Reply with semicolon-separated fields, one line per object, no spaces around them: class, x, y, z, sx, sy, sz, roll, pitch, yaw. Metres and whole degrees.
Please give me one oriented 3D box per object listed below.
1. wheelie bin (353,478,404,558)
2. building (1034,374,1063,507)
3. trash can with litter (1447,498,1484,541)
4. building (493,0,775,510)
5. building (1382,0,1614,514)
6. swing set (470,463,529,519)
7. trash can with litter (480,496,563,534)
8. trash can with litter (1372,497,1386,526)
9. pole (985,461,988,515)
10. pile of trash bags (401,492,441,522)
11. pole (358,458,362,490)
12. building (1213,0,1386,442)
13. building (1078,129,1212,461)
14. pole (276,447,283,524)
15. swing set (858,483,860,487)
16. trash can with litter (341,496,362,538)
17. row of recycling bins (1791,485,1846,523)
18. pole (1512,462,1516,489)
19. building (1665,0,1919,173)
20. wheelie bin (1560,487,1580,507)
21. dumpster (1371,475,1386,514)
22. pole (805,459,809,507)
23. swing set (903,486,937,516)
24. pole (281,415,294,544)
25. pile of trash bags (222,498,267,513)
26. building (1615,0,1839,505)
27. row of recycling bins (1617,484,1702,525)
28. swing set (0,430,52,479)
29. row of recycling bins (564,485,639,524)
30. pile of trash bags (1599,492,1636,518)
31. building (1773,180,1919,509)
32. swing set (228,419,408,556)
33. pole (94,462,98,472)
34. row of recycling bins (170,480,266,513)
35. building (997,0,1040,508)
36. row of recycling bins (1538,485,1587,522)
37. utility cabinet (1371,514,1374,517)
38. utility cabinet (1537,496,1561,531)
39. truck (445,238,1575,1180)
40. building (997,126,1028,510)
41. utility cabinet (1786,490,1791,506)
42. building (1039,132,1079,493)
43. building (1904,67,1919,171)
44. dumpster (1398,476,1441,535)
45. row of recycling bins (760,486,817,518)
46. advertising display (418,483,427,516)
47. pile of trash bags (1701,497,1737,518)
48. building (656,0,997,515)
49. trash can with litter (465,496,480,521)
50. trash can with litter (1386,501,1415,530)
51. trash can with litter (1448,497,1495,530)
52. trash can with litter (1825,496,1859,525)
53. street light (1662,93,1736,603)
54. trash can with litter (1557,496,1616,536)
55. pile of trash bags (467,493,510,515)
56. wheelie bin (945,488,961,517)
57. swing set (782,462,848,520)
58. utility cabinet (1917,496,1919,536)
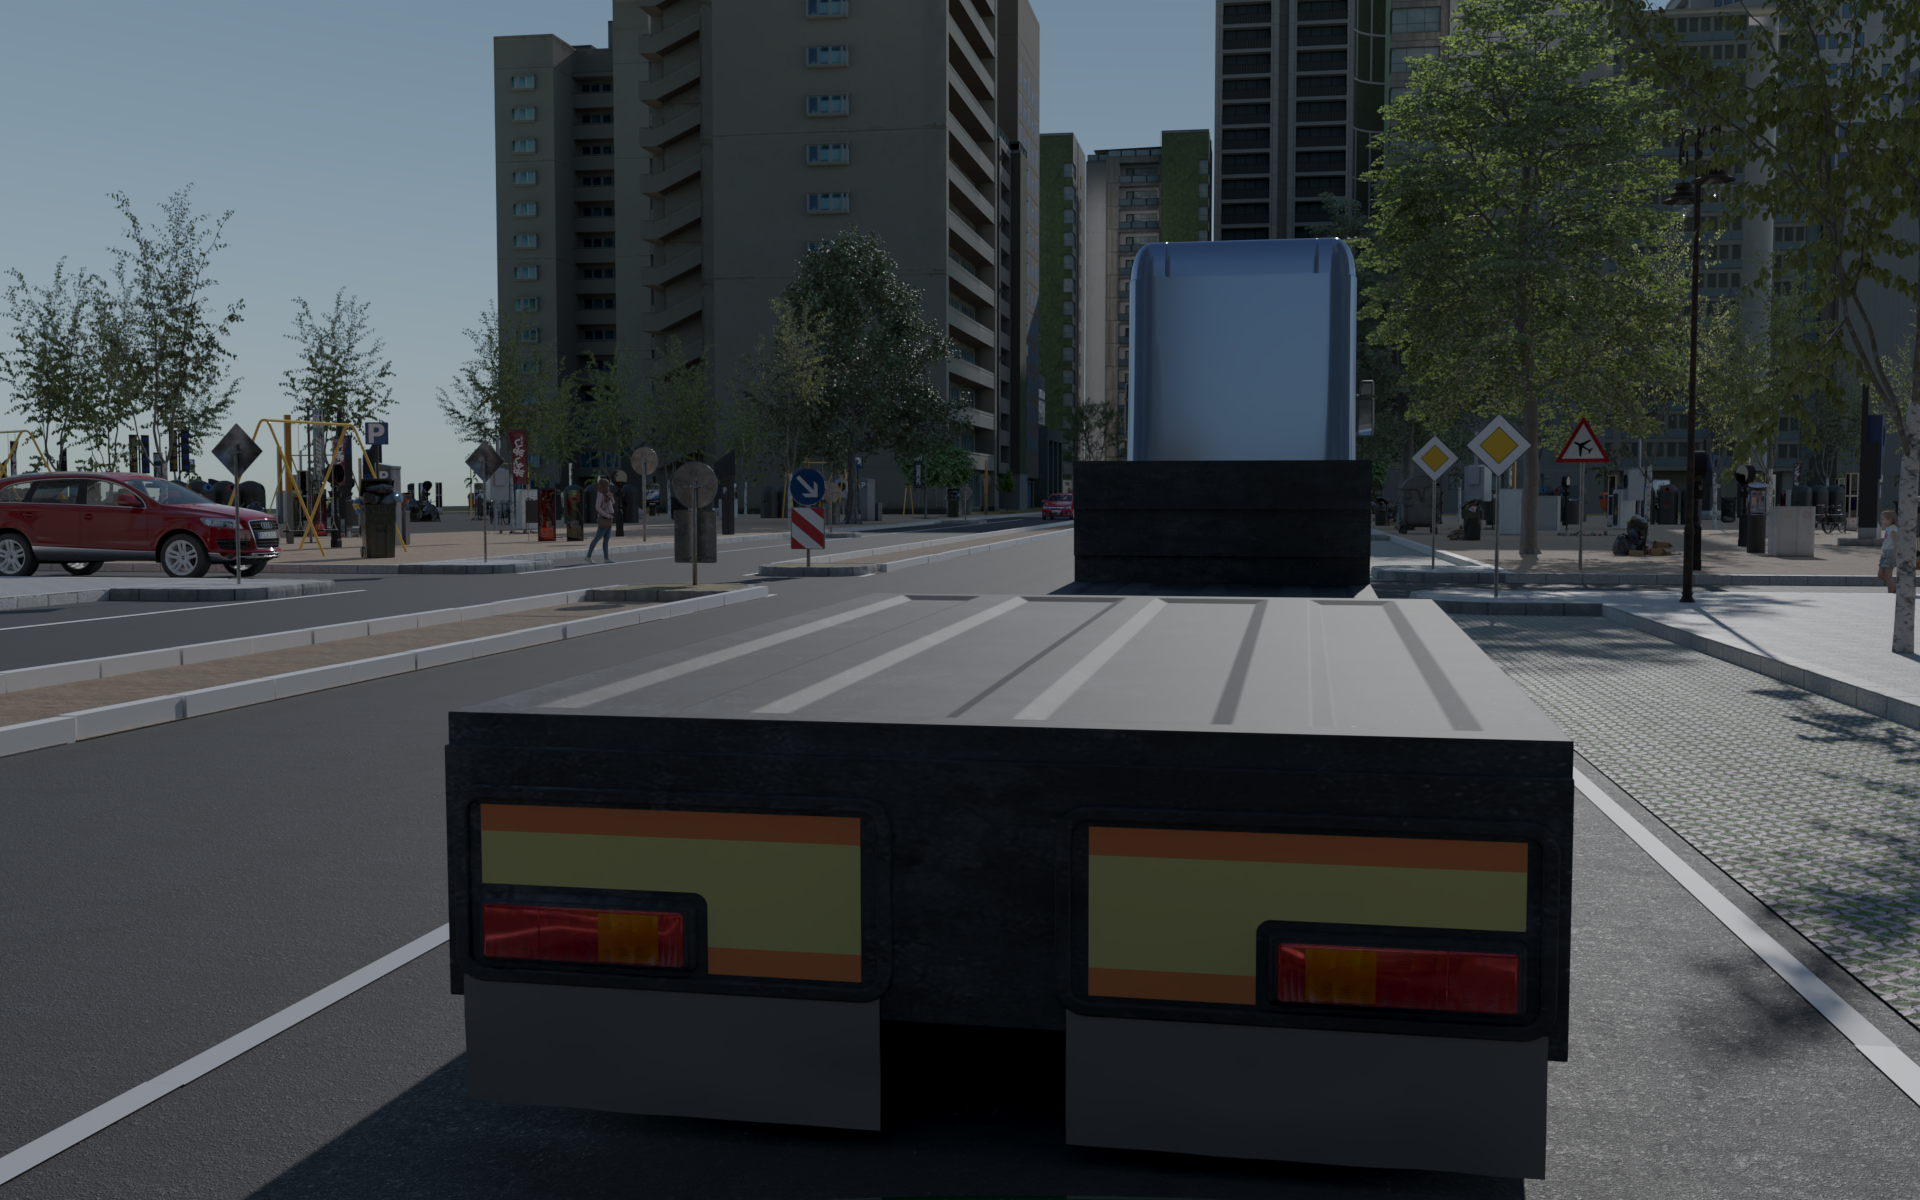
wheelie bin;-11.692;-1.651;34.910;0.980;1.594;0.693;-2;4;-29
building;-6.522;-52.344;168.503;31.000;86.520;22.319;1;4;10
trash can with litter;13.932;-2.230;47.855;0.624;1.170;1.055;-3;4;-36
building;-32.548;-33.743;175.397;21.600;48.544;21.300;1;4;10
building;36.060;-26.609;118.657;14.154;41.232;14.086;1;4;10
swing set;-23.379;-5.500;87.548;3.119;2.851;2.862;-1;4;-15
trash can with litter;-14.252;-2.763;56.236;2.233;1.210;1.678;-1;4;-21
trash can with litter;17.077;-3.578;69.895;1.055;1.170;0.624;-3;5;-43
pole;1.598;-6.817;105.305;0.158;3.312;0.155;0;3;0
pile of trash bags;-25.637;-4.259;79.379;1.912;1.369;3.447;2;4;32
pole;-33.904;-6.367;97.935;0.158;3.312;0.155;0;3;0
building;39.497;-46.405;196.971;20.611;71.187;20.563;1;4;10
building;21.611;-31.473;198.175;14.086;41.232;14.154;1;4;10
pole;-29.159;-4.919;74.264;0.158;3.312;0.155;0;3;0
swing set;-7.178;-6.707;107.285;2.862;2.851;3.119;1;4;15
trash can with litter;-17.658;-2.474;51.505;1.678;1.210;2.233;2;4;35
row of recycling bins;39.167;-4.359;78.379;3.534;1.692;1.069;-1;4;-20
pole;26.936;-5.529;84.244;0.158;3.312;0.155;0;3;0
building;92.459;-39.521;188.165;28.212;58.520;21.231;1;4;10
wheelie bin;27.340;-4.258;77.527;0.980;1.594;0.693;0;4;3
dumpster;19.269;-4.845;81.712;1.502;2.255;1.985;1;4;10
pole;-7.748;-5.745;87.769;0.158;3.312;0.155;0;3;0
swing set;-1.862;-6.546;104.651;3.119;2.851;2.862;1;4;10
pole;-17.267;-3.101;44.543;0.158;3.312;0.155;0;3;0
pile of trash bags;-39.355;-5.247;95.536;1.912;1.369;3.447;-1;4;-12
building;47.685;-27.162;135.972;32.217;40.220;23.993;1;4;10
row of recycling bins;29.290;-4.023;72.888;3.534;1.692;1.069;1;4;21
swing set;-23.685;-2.776;43.007;3.119;2.851;2.862;3;5;41
row of recycling bins;-15.680;-4.211;75.969;3.534;1.692;1.069;-3;5;-42
pile of trash bags;36.388;-5.159;94.107;3.447;1.369;1.912;0;4;-7
building;81.488;-23.720;159.525;14.107;30.474;14.160;1;4;10
swing set;-14.035;-2.419;37.176;2.862;2.851;3.119;1;4;17
pole;-54.169;-7.020;108.623;0.158;3.312;0.155;0;3;0
row of recycling bins;-22.452;-2.748;52.044;1.069;1.692;3.534;2;4;27
building;-0.851;-30.621;150.756;14.600;45.320;14.200;1;4;10
row of recycling bins;27.956;-4.545;81.425;1.069;1.692;3.534;-2;4;-31
utility cabinet;22.576;-5.332;95.864;0.318;1.500;1.173;0;4;-4
utility cabinet;20.650;-3.056;61.134;1.020;1.237;0.306;3;5;43
truck;1.848;-1.406;12.746;2.967;4.110;18.799;1;4;11
building;-2.477;-22.343;137.002;14.160;30.474;14.107;1;4;10
utility cabinet;44.950;-5.164;93.117;1.173;1.500;0.318;-2;4;-24
building;6.916;-31.584;199.993;14.086;41.232;14.154;1;4;10
building;95.574;-29.002;157.780;14.086;41.232;14.154;1;4;10
dumpster;14.750;-3.048;55.589;1.264;1.857;1.865;1;4;10
row of recycling bins;-9.105;-5.233;92.672;3.534;1.692;1.069;-3;5;-43
advertising display;-30.861;-5.771;99.563;0.123;1.923;0.974;0;4;8
pile of trash bags;41.963;-5.231;95.272;3.447;1.369;1.912;-1;4;-20
building;-9.555;-30.298;119.078;21.300;48.544;21.600;1;4;10
trash can with litter;-23.598;-4.480;84.312;1.678;1.210;2.233;0;4;-1
trash can with litter;15.736;-3.055;61.333;0.624;1.170;1.055;-1;4;-14
trash can with litter;18.848;-3.173;62.941;1.678;1.210;2.233;-3;5;-42
trash can with litter;36.699;-3.717;71.829;2.233;1.210;1.678;2;4;35
street light;8.618;-2.909;20.348;0.468;5.910;1.993;1;4;10
trash can with litter;19.301;-2.580;53.247;2.233;1.210;1.678;-1;4;-10
pile of trash bags;-28.670;-5.825;104.987;3.447;1.369;1.912;2;4;35
wheelie bin;-0.342;-5.331;95.075;0.980;1.594;0.693;0;4;-2
swing set;-7.147;-5.325;84.682;3.119;2.851;2.862;-1;4;-17
utility cabinet;29.177;-2.525;52.450;1.020;1.237;0.306;2;4;33
